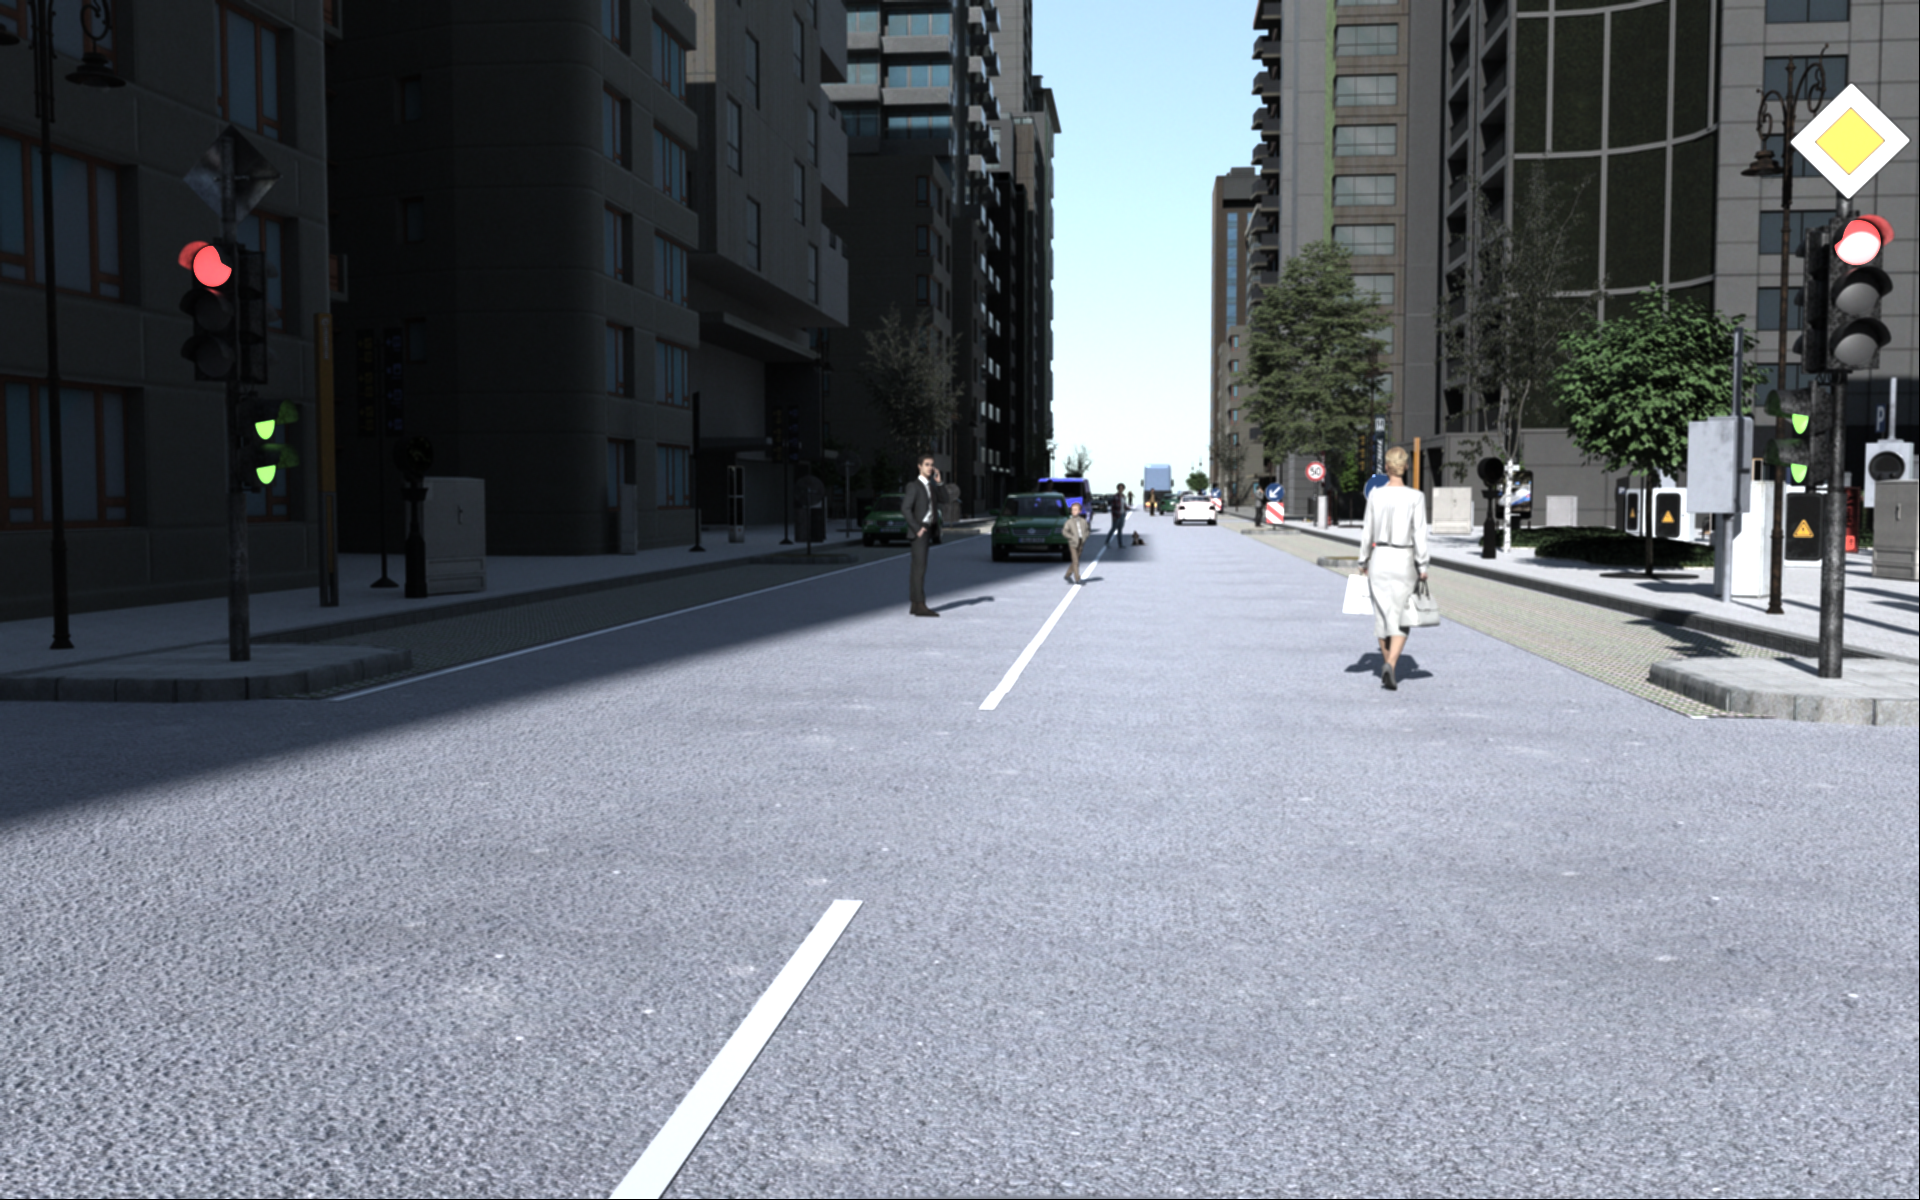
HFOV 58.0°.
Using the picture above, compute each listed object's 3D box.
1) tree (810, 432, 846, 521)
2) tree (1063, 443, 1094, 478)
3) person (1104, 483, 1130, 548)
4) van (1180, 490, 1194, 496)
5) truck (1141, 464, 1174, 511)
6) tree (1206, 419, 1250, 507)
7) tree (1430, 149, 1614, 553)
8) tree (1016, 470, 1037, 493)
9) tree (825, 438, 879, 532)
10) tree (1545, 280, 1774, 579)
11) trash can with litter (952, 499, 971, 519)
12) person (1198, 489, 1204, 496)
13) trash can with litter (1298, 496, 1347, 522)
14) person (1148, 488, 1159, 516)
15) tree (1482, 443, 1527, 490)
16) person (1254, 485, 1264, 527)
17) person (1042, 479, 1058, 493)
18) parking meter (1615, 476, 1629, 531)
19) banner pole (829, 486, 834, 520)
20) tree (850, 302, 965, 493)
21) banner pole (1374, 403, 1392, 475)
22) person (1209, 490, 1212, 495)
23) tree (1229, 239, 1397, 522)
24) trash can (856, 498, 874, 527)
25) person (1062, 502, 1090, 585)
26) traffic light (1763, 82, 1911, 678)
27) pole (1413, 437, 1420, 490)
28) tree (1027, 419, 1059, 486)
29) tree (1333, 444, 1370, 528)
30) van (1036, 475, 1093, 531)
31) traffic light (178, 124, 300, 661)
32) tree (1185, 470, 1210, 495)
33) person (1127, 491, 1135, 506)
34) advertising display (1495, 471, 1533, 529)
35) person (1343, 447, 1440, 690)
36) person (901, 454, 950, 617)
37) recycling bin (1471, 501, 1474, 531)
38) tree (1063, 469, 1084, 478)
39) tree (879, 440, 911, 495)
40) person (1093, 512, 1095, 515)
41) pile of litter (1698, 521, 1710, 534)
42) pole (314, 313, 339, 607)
[{"bbox_3d":[-6.790,-6.021,82.155,4.285,4.588,4.351,0,3,0],"label":"tree"},{"bbox_3d":[16.862,-18.114,246.520,4.360,8.622,3.978,0,3,0],"label":"tree"},{"bbox_3d":[4.220,-2.262,46.328,0.643,1.720,0.563,3,5,44],"label":"person"},{"bbox_3d":[24.886,-11.193,190.010,2.013,2.044,4.112,0,4,6],"label":"van"},{"bbox_3d":[17.257,-9.841,150.666,2.967,4.110,18.799,0,4,6],"label":"truck"},{"bbox_3d":[26.375,-13.461,170.450,4.360,8.622,3.978,0,3,0],"label":"tree"},{"bbox_3d":[12.119,-5.361,38.020,4.360,8.622,3.978,0,3,0],"label":"tree"},{"bbox_3d":[5.196,-8.673,136.409,1.663,3.219,1.824,0,3,0],"label":"tree"},{"bbox_3d":[-3.891,-3.977,59.619,1.663,3.219,1.824,0,3,0],"label":"tree"},{"bbox_3d":[10.750,-2.629,26.705,4.285,4.588,4.351,0,3,0],"label":"tree"},{"bbox_3d":[0.038,-4.705,88.309,1.055,1.170,0.624,1,4,22],"label":"trash can with litter"},{"bbox_3d":[18.338,-7.584,132.515,1.348,1.822,0.705,-3,4,-38],"label":"person"},{"bbox_3d":[16.644,-4.189,79.547,2.233,1.210,1.678,1,4,9],"label":"trash can with litter"},{"bbox_3d":[12.765,-6.486,114.646,0.705,1.812,1.348,3,4,37],"label":"person"},{"bbox_3d":[17.940,-3.767,56.196,1.663,3.219,1.824,0,3,0],"label":"tree"},{"bbox_3d":[12.925,-4.044,74.798,0.473,1.802,0.592,1,4,23],"label":"person"},{"bbox_3d":[2.277,-2.213,44.769,0.616,1.811,0.778,-1,4,-10],"label":"person"},{"bbox_3d":[21.671,-3.119,56.704,0.399,1.863,0.255,2,4,33],"label":"parking meter"},{"bbox_3d":[-6.376,-5.799,84.831,0.863,3.779,0.401,3,4,37],"label":"banner pole"},{"bbox_3d":[-2.114,-7.151,67.287,4.360,8.622,3.978,0,3,0],"label":"tree"},{"bbox_3d":[11.653,-3.528,47.701,0.863,3.779,0.401,-3,4,-39],"label":"banner pole"},{"bbox_3d":[18.333,-7.145,126.266,0.436,1.711,0.756,0,4,1],"label":"person"},{"bbox_3d":[15.881,-9.776,77.969,7.486,12.596,7.792,0,3,0],"label":"tree"},{"bbox_3d":[-3.663,-3.369,66.729,0.748,1.137,0.748,0,3,0],"label":"trash can"},{"bbox_3d":[1.845,-0.892,27.362,0.475,1.303,0.640,-2,4,-34],"label":"person"},{"bbox_3d":[6.069,-1.412,12.006,0.839,4.253,0.868,0,4,6],"label":"traffic light"},{"bbox_3d":[16.458,-4.198,62.477,0.158,3.312,0.155,0,3,0],"label":"pole"},{"bbox_3d":[7.361,-13.128,165.012,4.737,8.622,4.395,0,3,0],"label":"tree"},{"bbox_3d":[14.995,-4.392,66.404,1.663,3.219,1.824,0,3,0],"label":"tree"},{"bbox_3d":[3.825,-3.669,64.374,2.240,2.365,5.245,0,4,8],"label":"van"},{"bbox_3d":[-5.529,-1.486,13.217,0.839,4.253,0.868,0,4,6],"label":"traffic light"},{"bbox_3d":[31.099,-14.844,226.407,4.285,4.588,4.351,0,3,0],"label":"tree"},{"bbox_3d":[20.648,-12.300,209.745,1.348,1.807,0.705,3,5,40],"label":"person"},{"bbox_3d":[15.318,-2.611,47.900,0.974,1.923,0.123,2,4,28],"label":"advertising display"},{"bbox_3d":[3.168,-0.242,12.806,0.694,1.780,0.624,3,5,44],"label":"person"},{"bbox_3d":[-0.395,-0.775,20.526,0.474,1.900,0.648,1,4,15],"label":"person"},{"bbox_3d":[17.470,-2.940,60.622,0.722,1.027,0.722,-2,4,-24],"label":"recycling bin"},{"bbox_3d":[14.870,-14.881,227.010,4.285,4.588,4.351,0,3,0],"label":"tree"},{"bbox_3d":[-2.725,-4.134,62.196,1.663,3.219,1.824,0,3,0],"label":"tree"},{"bbox_3d":[6.075,-4.336,84.891,1.012,1.151,0.738,1,4,16],"label":"person"},{"bbox_3d":[24.479,-2.524,55.236,1.719,0.858,1.176,1,4,21],"label":"pile of litter"},{"bbox_3d":[-7.198,-1.579,19.665,0.158,3.312,0.155,0,3,0],"label":"pole"}]
